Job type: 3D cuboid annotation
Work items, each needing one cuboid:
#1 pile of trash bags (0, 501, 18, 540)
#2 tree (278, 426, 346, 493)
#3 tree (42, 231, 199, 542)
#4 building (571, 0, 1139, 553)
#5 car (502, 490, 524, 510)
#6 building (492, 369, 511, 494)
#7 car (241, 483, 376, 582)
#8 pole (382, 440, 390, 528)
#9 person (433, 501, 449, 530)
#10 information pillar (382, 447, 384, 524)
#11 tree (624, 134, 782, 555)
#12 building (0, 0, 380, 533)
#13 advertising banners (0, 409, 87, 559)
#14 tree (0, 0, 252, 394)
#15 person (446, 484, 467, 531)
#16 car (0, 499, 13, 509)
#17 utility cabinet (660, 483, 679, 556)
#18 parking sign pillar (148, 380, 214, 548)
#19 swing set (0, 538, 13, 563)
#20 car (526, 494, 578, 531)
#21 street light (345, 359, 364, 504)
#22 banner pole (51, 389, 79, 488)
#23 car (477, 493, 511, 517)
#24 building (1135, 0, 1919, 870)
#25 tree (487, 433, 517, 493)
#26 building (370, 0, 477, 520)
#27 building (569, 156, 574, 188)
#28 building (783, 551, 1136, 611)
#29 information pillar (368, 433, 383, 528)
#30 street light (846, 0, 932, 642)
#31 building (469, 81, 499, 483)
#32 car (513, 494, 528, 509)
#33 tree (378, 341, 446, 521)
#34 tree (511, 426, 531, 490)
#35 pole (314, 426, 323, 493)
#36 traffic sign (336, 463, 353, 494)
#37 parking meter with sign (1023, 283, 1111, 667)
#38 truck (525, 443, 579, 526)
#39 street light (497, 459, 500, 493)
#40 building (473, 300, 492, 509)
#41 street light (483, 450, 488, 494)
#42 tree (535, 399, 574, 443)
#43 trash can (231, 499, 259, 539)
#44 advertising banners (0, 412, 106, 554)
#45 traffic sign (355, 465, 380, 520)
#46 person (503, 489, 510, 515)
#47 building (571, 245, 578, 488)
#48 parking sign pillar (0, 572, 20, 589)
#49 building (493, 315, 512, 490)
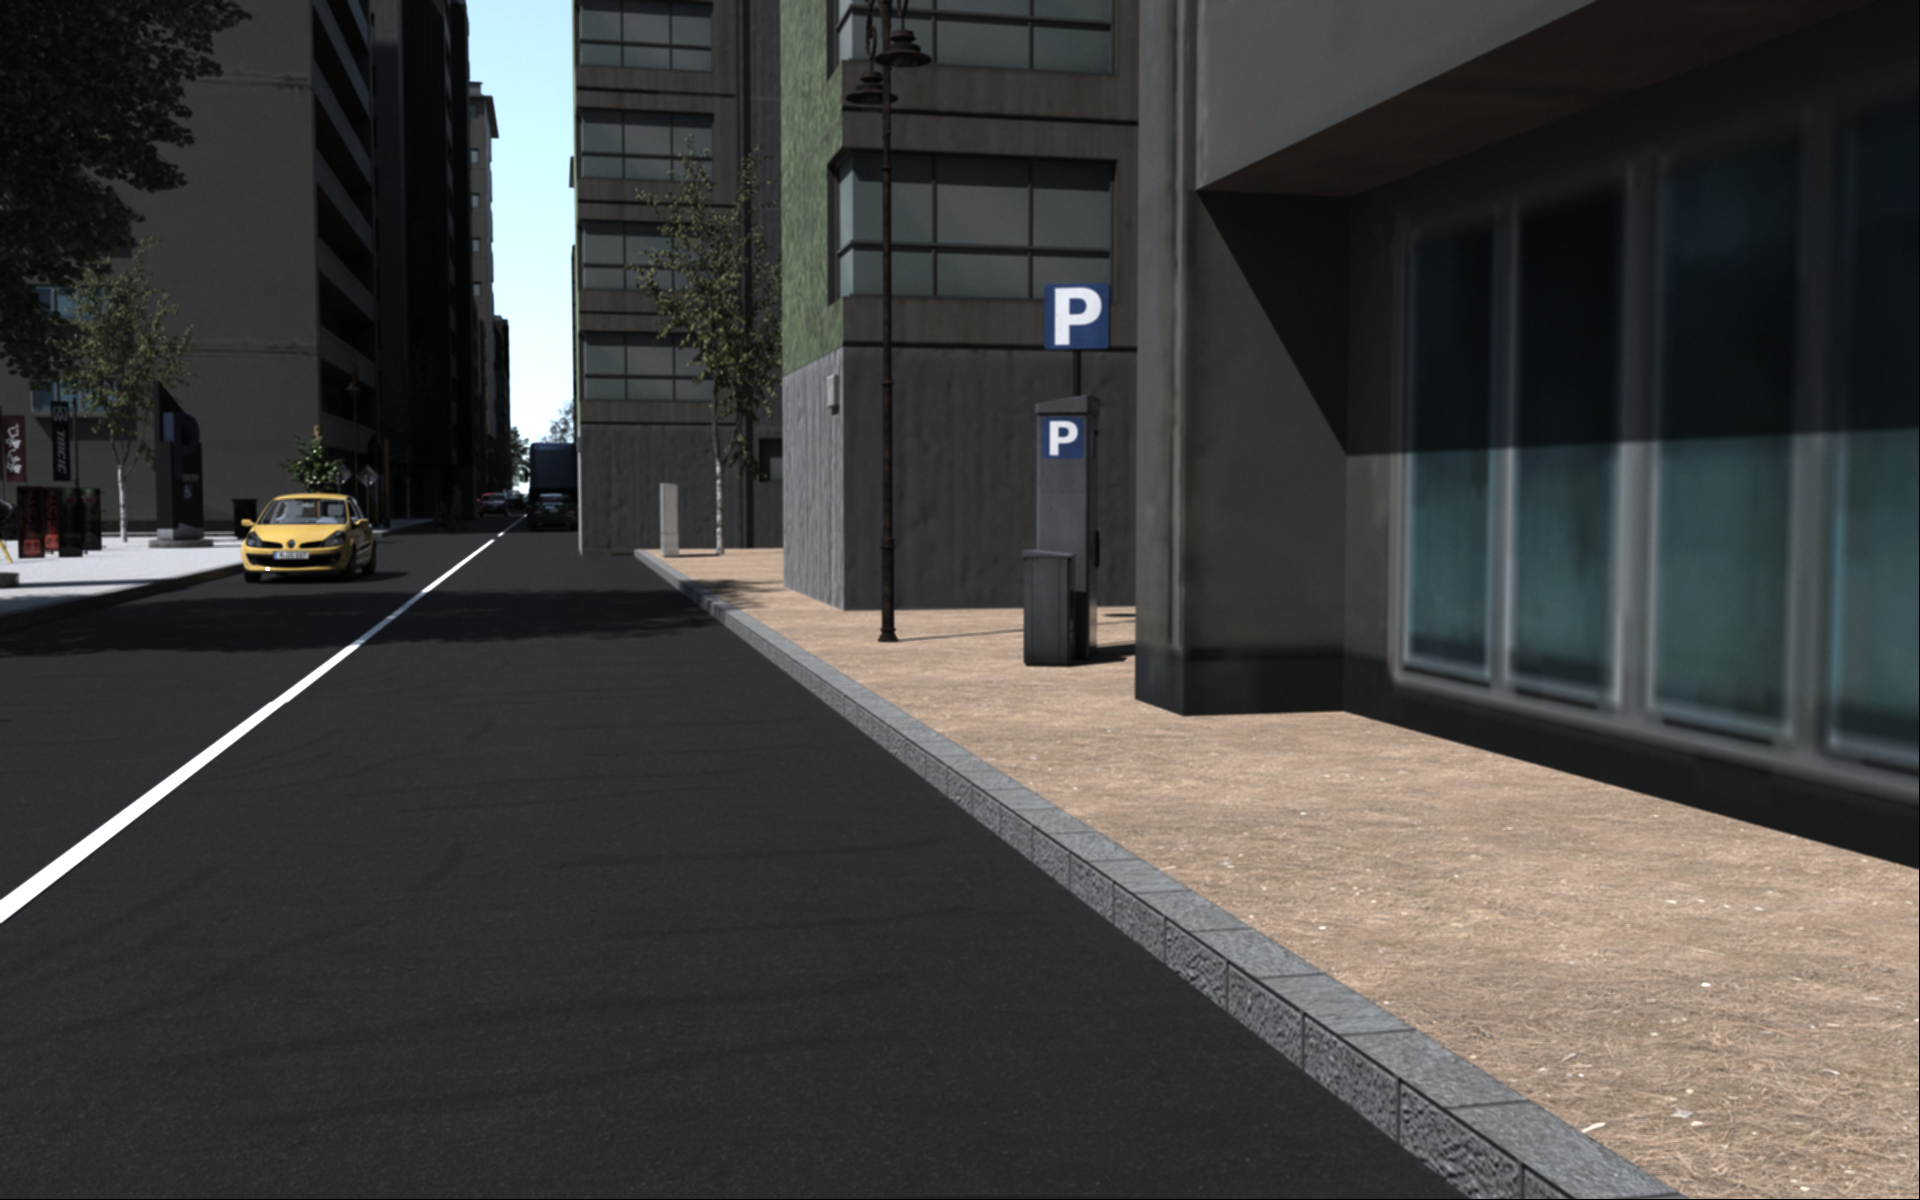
[{"bbox_3d":[-27.578,-2.315,47.609,3.447,1.369,1.912,-3,5,-42],"label":"pile of trash bags"},{"bbox_3d":[-18.322,-3.360,49.538,1.663,3.219,1.824,0,3,0],"label":"tree"},{"bbox_3d":[-22.208,-5.834,45.751,4.737,8.622,4.395,0,3,0],"label":"tree"},{"bbox_3d":[-3.436,-22.220,46.884,14.154,41.232,14.086,-1,4,-13],"label":"building"},{"bbox_3d":[-40.442,-9.013,156.032,2.281,1.827,5.304,-1,4,-13],"label":"car"},{"bbox_3d":[-79.912,-24.862,251.525,27.650,21.520,28.899,-1,4,-13],"label":"building"},{"bbox_3d":[-11.020,-1.175,29.431,2.015,1.641,3.980,-1,4,-11],"label":"car"},{"bbox_3d":[-21.468,-4.340,64.795,0.158,3.312,0.155,0,3,0],"label":"pole"},{"bbox_3d":[-20.795,-3.370,69.093,0.738,1.151,1.012,0,4,-2],"label":"person"},{"bbox_3d":[-24.520,-5.014,73.333,0.183,3.616,0.504,-3,4,-36],"label":"information pillar"},{"bbox_3d":[-4.829,-5.259,36.351,4.737,8.622,4.395,0,3,0],"label":"tree"},{"bbox_3d":[-34.516,-27.008,65.278,21.300,48.544,21.600,-1,4,-13],"label":"building"},{"bbox_3d":[-18.617,-2.356,34.705,0.090,3.025,2.074,3,5,40],"label":"advertising banners"},{"bbox_3d":[-11.018,-6.704,16.271,9.857,13.997,8.962,0,3,0],"label":"tree"},{"bbox_3d":[-19.478,-3.571,66.981,0.767,1.812,0.694,-1,4,-10],"label":"person"},{"bbox_3d":[-29.975,-2.623,53.111,3.980,1.641,2.015,-1,4,-11],"label":"car"},{"bbox_3d":[-5.967,-1.647,35.610,0.318,1.500,1.173,-1,4,-13],"label":"utility cabinet"},{"bbox_3d":[-18.801,-3.255,41.696,1.447,3.967,1.447,0,4,8],"label":"parking sign pillar"},{"bbox_3d":[-19.021,-2.036,30.911,2.862,2.851,3.119,0,4,-6],"label":"swing set"},{"bbox_3d":[-15.997,-3.452,68.233,2.131,1.459,4.920,-1,4,-13],"label":"car"},{"bbox_3d":[-20.735,-5.302,59.470,0.468,5.910,1.993,-1,4,-13],"label":"street light"},{"bbox_3d":[-21.256,-3.135,41.267,0.401,3.779,0.863,2,4,25],"label":"banner pole"},{"bbox_3d":[-29.844,-6.223,110.781,2.155,1.783,4.494,-1,4,-14],"label":"car"},{"bbox_3d":[13.857,-23.111,1.569,21.300,48.544,21.600,-1,4,-13],"label":"building"},{"bbox_3d":[-55.290,-15.740,207.717,4.360,8.622,3.978,0,3,0],"label":"tree"},{"bbox_3d":[-33.620,-19.623,92.542,14.160,30.474,14.107,-1,4,-13],"label":"building"},{"bbox_3d":[-44.791,-41.353,265.356,28.713,52.752,27.495,-1,4,-13],"label":"building"},{"bbox_3d":[4.002,-20.941,25.982,14.154,41.232,14.086,-1,4,-13],"label":"building"},{"bbox_3d":[-22.435,-4.579,66.218,0.504,3.616,0.183,3,4,39],"label":"information pillar"},{"bbox_3d":[-0.626,-2.575,14.895,0.468,5.910,1.993,-1,4,-13],"label":"street light"},{"bbox_3d":[-74.176,-38.763,223.007,28.713,52.752,27.495,-1,4,-13],"label":"building"},{"bbox_3d":[-42.693,-9.803,169.075,1.959,1.807,4.718,-1,4,-15],"label":"car"},{"bbox_3d":[-26.760,-8.125,83.211,4.360,8.622,3.978,0,3,0],"label":"tree"},{"bbox_3d":[-74.415,-22.582,287.343,7.486,12.596,7.792,0,3,0],"label":"tree"},{"bbox_3d":[-19.194,-3.549,51.866,0.158,3.312,0.155,0,3,0],"label":"pole"},{"bbox_3d":[-18.440,-2.927,51.495,0.795,2.450,0.064,-1,4,-13],"label":"traffic sign"},{"bbox_3d":[0.823,-1.061,13.617,0.543,3.016,1.738,1,4,10],"label":"parking meter with sign"},{"bbox_3d":[-19.925,-5.822,84.955,2.967,4.110,18.799,-1,4,-13],"label":"truck"},{"bbox_3d":[-57.271,-14.828,215.219,0.468,5.910,1.993,-1,4,-13],"label":"street light"},{"bbox_3d":[-59.453,-19.471,163.390,27.650,21.520,28.899,-1,4,-13],"label":"building"},{"bbox_3d":[-47.156,-12.192,172.124,0.468,5.910,1.993,-1,4,-13],"label":"street light"},{"bbox_3d":[-48.175,-18.778,217.393,12.009,13.543,11.850,0,3,0],"label":"tree"},{"bbox_3d":[-20.452,-2.319,49.565,0.748,1.137,0.748,0,3,0],"label":"trash can"},{"bbox_3d":[-20.358,-2.610,38.857,2.074,3.025,0.090,-2,4,-29],"label":"advertising banners"},{"bbox_3d":[-20.263,-3.402,59.270,0.795,2.450,0.064,-1,4,-13],"label":"traffic sign"},{"bbox_3d":[-29.945,-6.458,114.434,0.444,1.785,0.601,0,4,6],"label":"person"},{"bbox_3d":[-38.231,-26.385,203.090,14.160,30.474,14.107,-1,4,-13],"label":"building"},{"bbox_3d":[-13.690,-2.148,23.584,1.447,3.967,1.447,-2,4,-32],"label":"parking sign pillar"},{"bbox_3d":[-78.452,-30.699,273.635,14.160,30.474,14.107,-1,4,-13],"label":"building"}]
